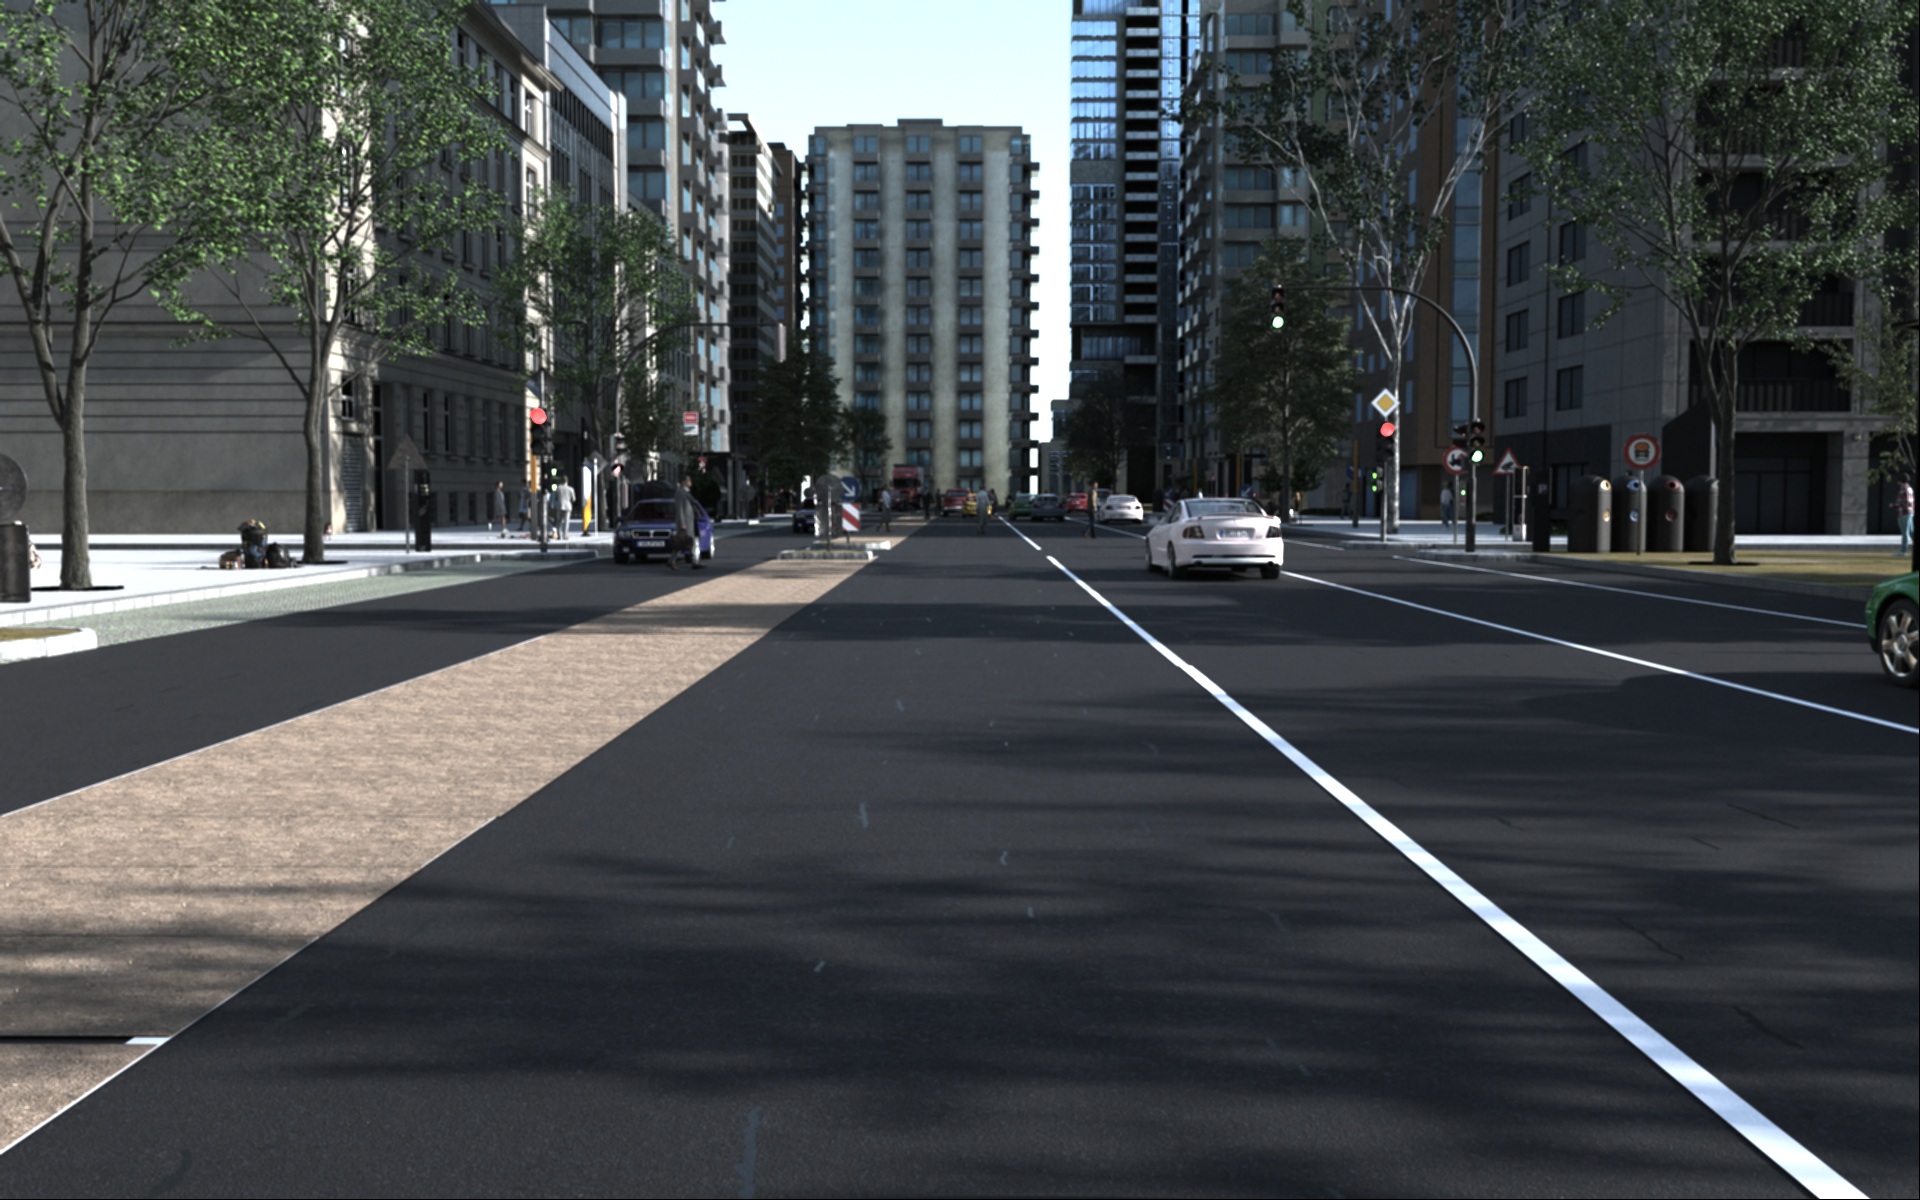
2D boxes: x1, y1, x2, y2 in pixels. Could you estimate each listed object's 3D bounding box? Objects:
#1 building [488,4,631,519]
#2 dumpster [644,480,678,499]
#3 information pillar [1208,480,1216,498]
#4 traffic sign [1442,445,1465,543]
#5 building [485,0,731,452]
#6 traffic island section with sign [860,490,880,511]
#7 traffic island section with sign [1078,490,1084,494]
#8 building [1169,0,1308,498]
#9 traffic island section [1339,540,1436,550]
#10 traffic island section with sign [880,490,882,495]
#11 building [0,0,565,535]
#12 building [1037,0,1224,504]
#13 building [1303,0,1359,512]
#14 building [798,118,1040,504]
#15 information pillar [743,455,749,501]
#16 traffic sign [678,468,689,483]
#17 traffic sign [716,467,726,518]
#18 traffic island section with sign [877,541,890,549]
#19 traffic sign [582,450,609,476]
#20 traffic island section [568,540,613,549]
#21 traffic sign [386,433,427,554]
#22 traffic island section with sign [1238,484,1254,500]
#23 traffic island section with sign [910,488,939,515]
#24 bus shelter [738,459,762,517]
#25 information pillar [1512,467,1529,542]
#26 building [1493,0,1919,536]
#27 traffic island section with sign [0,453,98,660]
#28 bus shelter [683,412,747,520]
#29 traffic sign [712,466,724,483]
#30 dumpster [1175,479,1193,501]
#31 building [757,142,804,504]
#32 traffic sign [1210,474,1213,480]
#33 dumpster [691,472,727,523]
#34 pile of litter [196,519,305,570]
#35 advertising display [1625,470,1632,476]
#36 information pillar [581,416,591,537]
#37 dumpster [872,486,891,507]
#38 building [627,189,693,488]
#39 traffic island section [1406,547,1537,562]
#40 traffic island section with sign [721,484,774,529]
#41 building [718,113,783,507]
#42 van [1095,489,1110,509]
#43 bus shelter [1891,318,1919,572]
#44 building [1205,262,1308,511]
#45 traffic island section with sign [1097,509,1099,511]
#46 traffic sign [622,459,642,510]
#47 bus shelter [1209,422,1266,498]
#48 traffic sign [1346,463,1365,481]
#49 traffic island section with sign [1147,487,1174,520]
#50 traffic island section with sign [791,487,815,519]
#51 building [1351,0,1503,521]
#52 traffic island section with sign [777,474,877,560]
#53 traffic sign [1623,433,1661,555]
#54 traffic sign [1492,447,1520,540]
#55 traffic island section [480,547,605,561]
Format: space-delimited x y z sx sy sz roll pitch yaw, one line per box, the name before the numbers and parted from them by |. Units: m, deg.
building | -25.939 -16.878 93.971 12.078 24.808 19.932 0 4 0
dumpster | -12.336 -3.990 71.000 1.264 1.857 1.865 0 4 1
information pillar | 13.318 -5.334 91.699 0.304 2.012 0.304 -3 5 -41
traffic sign | 12.945 -2.757 45.178 0.768 2.556 0.104 0 4 1
building | -30.362 -31.579 135.919 23.786 49.044 30.456 0 4 0
traffic island section with sign | -8.185 -8.585 148.997 1.989 1.847 2.006 0 4 0
traffic island section with sign | 12.086 -10.202 175.436 1.989 1.847 2.006 0 4 0
building | 33.800 -33.816 172.497 23.786 49.044 30.456 0 4 0
traffic island section | 11.283 -1.457 46.099 2.009 0.180 2.903 0 4 0
traffic island section with sign | -8.020 -10.235 175.962 1.989 1.847 2.006 0 4 0
building | -27.033 -14.375 68.323 16.112 22.955 30.059 0 4 0
building | 25.580 -55.587 221.525 31.000 86.520 22.319 0 4 0
building | 29.074 -26.095 110.246 14.154 41.232 14.086 0 4 0
building | -5.143 -36.934 223.486 30.456 49.044 23.786 0 4 0
information pillar | -12.787 -6.832 103.063 0.504 3.616 0.183 -1 4 -13
traffic sign | -12.866 -5.001 81.771 0.884 2.594 0.081 0 4 7
traffic sign | -11.424 -4.981 81.442 0.884 2.594 0.081 0 4 1
traffic island section with sign | -2.910 -2.307 45.848 2.006 1.907 1.989 0 4 0
traffic sign | -10.902 -3.182 51.759 0.795 2.593 0.064 0 4 5
traffic island section | -9.158 -1.465 46.231 2.009 0.180 2.903 0 4 0
traffic sign | -11.873 -2.273 37.174 0.884 2.594 0.081 0 4 1
traffic island section with sign | 11.445 -3.796 70.697 1.989 1.847 2.006 0 4 0
traffic island section with sign | -2.451 -6.902 120.985 2.006 1.907 1.989 0 4 0
bus shelter | -12.582 -6.399 98.550 2.014 3.302 5.546 0 4 1
information pillar | 15.101 -2.579 46.651 0.304 2.012 0.304 3 5 43
building | 32.808 -38.111 61.362 20.611 71.187 20.563 0 4 0
traffic island section with sign | -9.024 -0.428 15.624 1.989 1.847 2.006 0 4 0
bus shelter | -12.380 -6.702 87.217 2.179 5.291 8.768 0 4 1
traffic sign | -11.396 -4.918 80.407 0.884 2.594 0.081 0 4 6
dumpster | 15.161 -6.890 115.146 1.502 2.255 1.985 0 4 0
building | -27.495 -34.842 219.782 14.200 45.320 14.600 0 4 0
traffic sign | 15.199 -6.276 102.719 0.768 2.556 0.104 0 4 2
dumpster | -11.283 -4.580 77.381 1.502 2.255 1.985 0 4 0
pile of litter | -12.253 -0.973 29.878 1.719 0.858 1.176 -1 4 -15
advertising display | 18.159 -2.561 47.079 0.123 1.923 0.974 1 4 17
information pillar | -11.336 -3.740 52.501 0.183 3.616 0.504 1 4 10
dumpster | -8.208 -10.780 181.208 1.985 2.255 1.502 0 4 -1
building | -23.952 -15.762 112.457 10.420 20.320 16.860 0 4 0
traffic island section | 11.233 -0.968 38.114 2.009 0.180 2.903 0 4 0
traffic island section with sign | -8.679 -3.807 70.878 1.989 1.847 2.006 0 4 0
building | -30.535 -29.436 173.165 23.993 40.220 32.217 0 4 0
van | 11.632 -8.371 143.884 2.013 2.044 4.112 0 4 0
bus shelter | 13.665 -1.810 20.883 1.731 3.624 6.357 0 4 0
building | 36.226 -18.267 143.699 27.650 21.520 28.899 0 4 0
traffic island section with sign | 11.925 -8.524 148.001 1.989 1.847 2.006 0 4 0
traffic sign | -12.017 -3.873 63.433 0.768 2.556 0.104 0 4 6
bus shelter | 14.897 -7.149 94.512 2.179 5.291 8.768 0 4 0
traffic sign | 15.760 -4.223 69.149 0.768 2.556 0.104 0 4 2
traffic island section with sign | 11.609 -5.468 98.026 1.989 1.847 2.006 0 4 0
traffic island section with sign | -8.509 -5.466 98.002 1.989 1.847 2.006 0 4 0
building | 28.632 -26.784 88.022 14.600 45.320 14.200 0 4 0
traffic island section with sign | -2.966 -1.853 38.441 2.006 1.907 1.989 0 4 0
traffic sign | 14.304 -2.221 36.422 0.768 2.556 0.104 0 4 5
traffic sign | 15.199 -2.940 48.077 0.884 2.594 0.081 0 4 7
traffic island section | -9.208 -0.976 38.246 2.009 0.180 2.903 0 4 0
